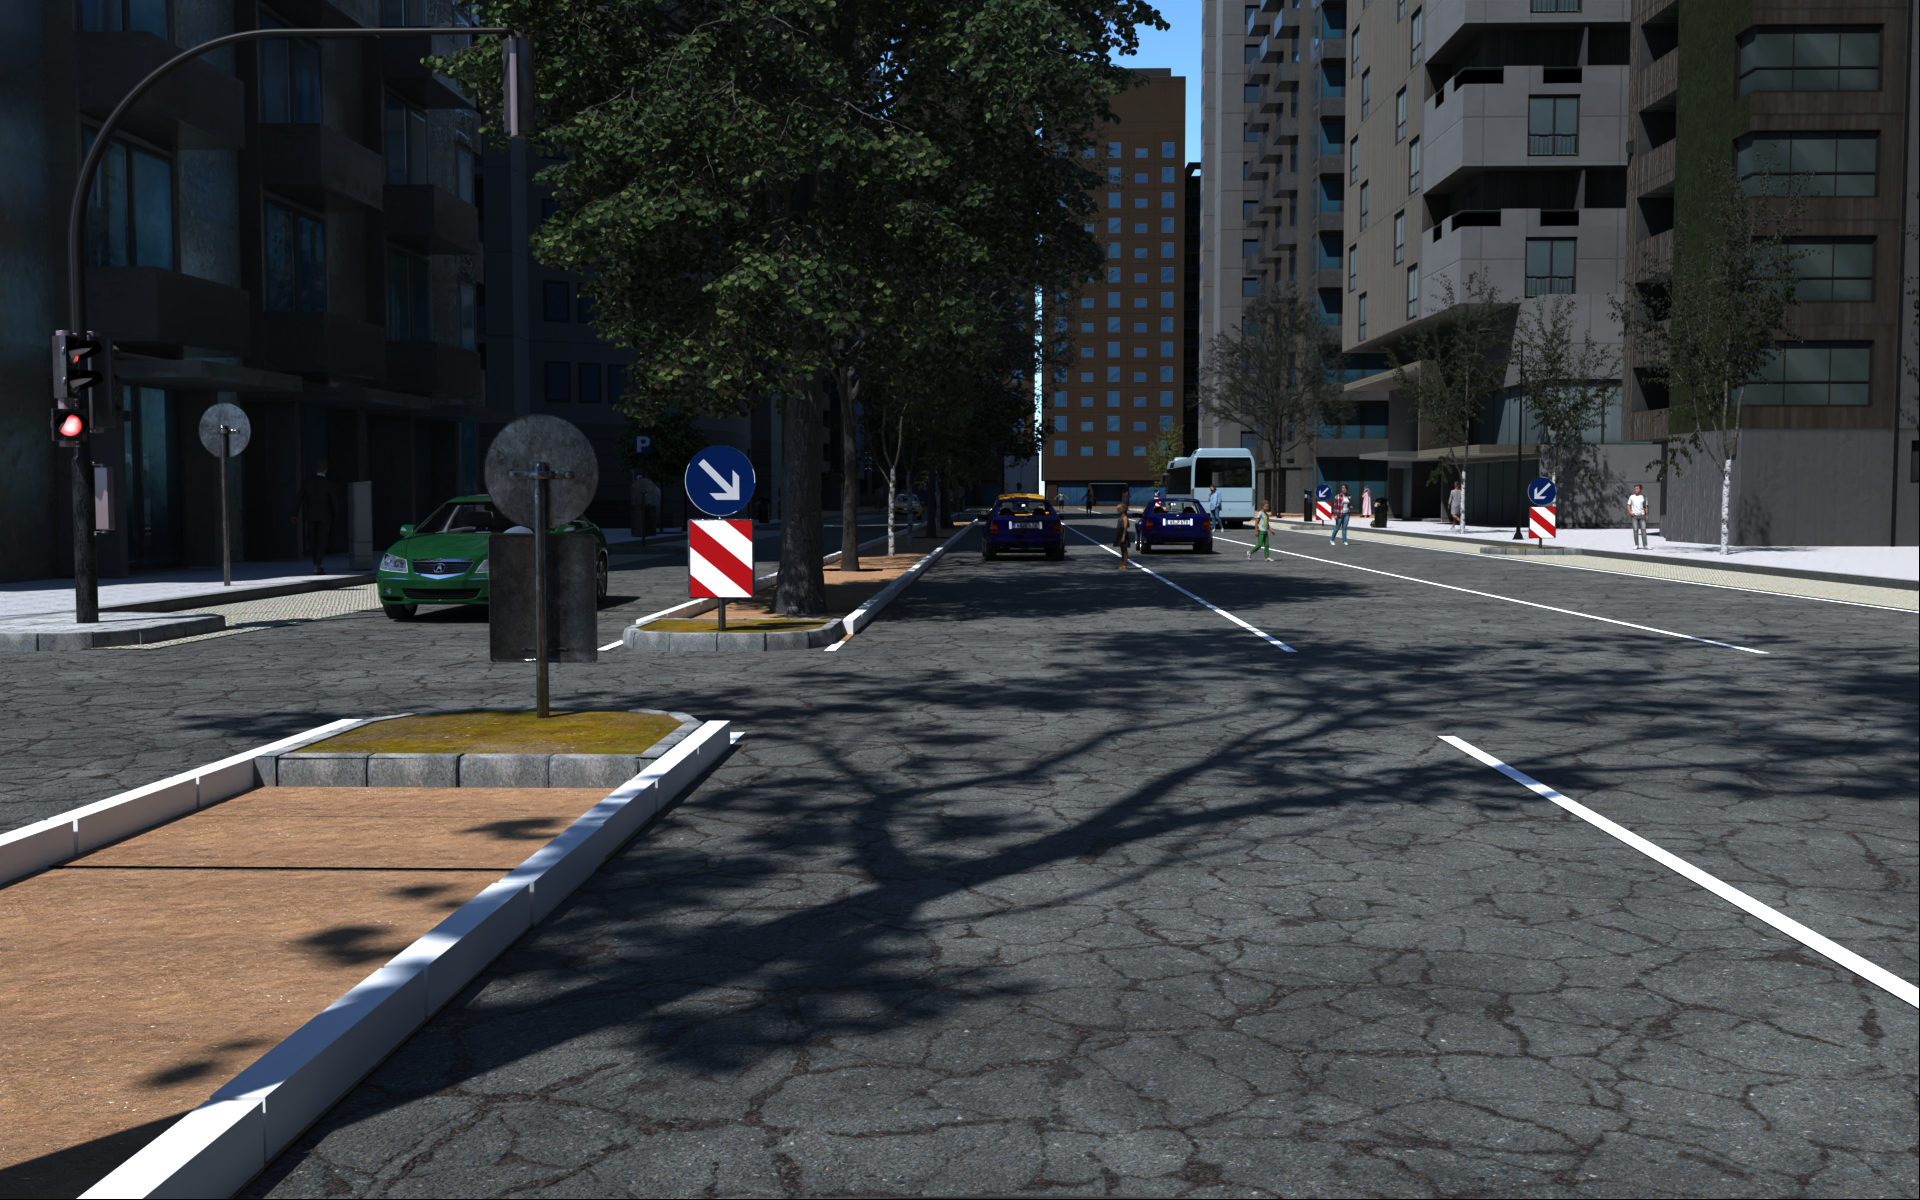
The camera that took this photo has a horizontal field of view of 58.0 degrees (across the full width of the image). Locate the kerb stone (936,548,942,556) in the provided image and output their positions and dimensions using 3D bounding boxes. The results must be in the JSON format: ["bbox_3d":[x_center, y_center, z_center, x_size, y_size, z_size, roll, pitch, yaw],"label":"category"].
[{"bbox_3d":[-0.546,-1.005,38.626,0.120,0.150,1.000,0,4,2],"label":"kerb stone"}]

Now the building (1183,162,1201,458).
[{"bbox_3d":[35.601,-30.618,192.493,23.993,40.220,32.217,0,4,2],"label":"building"}]

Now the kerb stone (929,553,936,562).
[{"bbox_3d":[-0.634,-0.816,35.536,0.120,0.150,1.000,0,4,2],"label":"kerb stone"}]

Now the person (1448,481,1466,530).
[{"bbox_3d":[17.796,-3.374,61.956,0.466,1.731,0.760,-3,5,-41],"label":"person"}]

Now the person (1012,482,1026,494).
[{"bbox_3d":[1.861,-2.841,55.143,0.606,1.804,0.583,0,4,-4],"label":"person"}]

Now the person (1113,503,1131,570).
[{"bbox_3d":[3.058,-1.203,32.832,0.373,1.253,0.362,-1,4,-13],"label":"person"}]

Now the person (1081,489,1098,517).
[{"bbox_3d":[8.198,-6.133,109.557,1.217,1.735,0.721,2,4,31],"label":"person"}]

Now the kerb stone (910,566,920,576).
[{"bbox_3d":[-0.810,-0.439,29.378,0.120,0.150,1.000,0,4,2],"label":"kerb stone"}]

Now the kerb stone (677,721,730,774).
[{"bbox_3d":[-1.375,0.788,9.307,0.120,0.150,1.000,0,4,2],"label":"kerb stone"}]

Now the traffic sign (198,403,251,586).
[{"bbox_3d":[-10.242,-1.469,24.130,0.768,2.556,0.104,0,4,6],"label":"traffic sign"}]

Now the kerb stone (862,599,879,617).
[{"bbox_3d":[-1.074,0.125,20.145,0.120,0.150,1.000,0,4,2],"label":"kerb stone"}]

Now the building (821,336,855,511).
[{"bbox_3d":[-16.383,-22.767,143.941,14.160,30.474,14.107,0,4,2],"label":"building"}]

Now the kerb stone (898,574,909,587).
[{"bbox_3d":[-0.904,-0.252,26.313,0.120,0.150,1.000,0,4,2],"label":"kerb stone"}]

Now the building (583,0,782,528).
[{"bbox_3d":[-20.182,-32.607,75.131,21.231,58.520,28.212,0,4,2],"label":"building"}]

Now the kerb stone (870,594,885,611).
[{"bbox_3d":[-1.043,0.062,21.180,0.120,0.150,1.000,0,4,2],"label":"kerb stone"}]

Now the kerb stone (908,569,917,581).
[{"bbox_3d":[-0.837,-0.374,28.356,0.120,0.150,1.000,0,4,2],"label":"kerb stone"}]

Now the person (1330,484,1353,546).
[{"bbox_3d":[10.660,-2.384,48.317,0.563,1.720,0.643,-1,4,-18],"label":"person"}]

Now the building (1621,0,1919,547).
[{"bbox_3d":[26.330,-16.913,48.227,14.160,30.474,14.107,0,4,2],"label":"building"}]

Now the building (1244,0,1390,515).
[{"bbox_3d":[32.052,-30.591,119.769,23.786,49.044,30.456,0,4,2],"label":"building"}]

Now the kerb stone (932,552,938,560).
[{"bbox_3d":[-0.609,-0.879,36.562,0.120,0.150,1.000,0,4,2],"label":"kerb stone"}]

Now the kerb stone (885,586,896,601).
[{"bbox_3d":[-0.979,-0.059,23.240,0.120,0.150,1.000,0,4,2],"label":"kerb stone"}]

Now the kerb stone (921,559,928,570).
[{"bbox_3d":[-0.724,-0.628,32.460,0.120,0.150,1.000,0,4,2],"label":"kerb stone"}]

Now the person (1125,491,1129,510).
[{"bbox_3d":[14.535,-8.647,150.800,0.530,1.710,0.541,0,4,-7],"label":"person"}]

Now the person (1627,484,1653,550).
[{"bbox_3d":[15.730,-1.921,40.043,0.503,1.515,0.523,-1,4,-13],"label":"person"}]

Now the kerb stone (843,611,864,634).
[{"bbox_3d":[-1.132,0.254,18.100,0.120,0.150,1.000,0,4,2],"label":"kerb stone"}]

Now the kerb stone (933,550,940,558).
[{"bbox_3d":[-0.580,-0.939,37.592,0.120,0.150,1.000,0,4,2],"label":"kerb stone"}]

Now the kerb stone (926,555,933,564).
[{"bbox_3d":[-0.670,-0.753,34.514,0.120,0.150,1.000,0,4,2],"label":"kerb stone"}]

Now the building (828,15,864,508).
[{"bbox_3d":[-16.556,-31.168,159.705,14.200,45.320,14.600,0,4,2],"label":"building"}]

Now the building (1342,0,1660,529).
[{"bbox_3d":[32.986,-29.779,76.118,28.713,52.752,27.495,0,4,2],"label":"building"}]

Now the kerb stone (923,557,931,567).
[{"bbox_3d":[-0.692,-0.686,33.493,0.120,0.150,1.000,0,4,2],"label":"kerb stone"}]

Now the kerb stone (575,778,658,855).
[{"bbox_3d":[-1.438,0.914,7.258,0.120,0.150,1.000,0,4,2],"label":"kerb stone"}]

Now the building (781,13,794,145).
[{"bbox_3d":[-17.236,-26.336,114.181,14.154,41.232,14.086,0,4,2],"label":"building"}]

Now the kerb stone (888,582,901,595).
[{"bbox_3d":[-0.952,-0.122,24.262,0.120,0.150,1.000,0,4,2],"label":"kerb stone"}]

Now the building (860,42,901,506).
[{"bbox_3d":[-21.690,-53.530,187.882,31.000,86.520,22.319,0,4,2],"label":"building"}]

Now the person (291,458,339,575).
[{"bbox_3d":[-10.189,-1.329,27.548,0.659,1.850,0.755,0,4,-1],"label":"person"}]

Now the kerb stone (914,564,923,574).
[{"bbox_3d":[-0.779,-0.501,30.412,0.120,0.150,1.000,0,4,2],"label":"kerb stone"}]

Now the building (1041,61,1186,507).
[{"bbox_3d":[15.844,-32.581,182.816,14.200,45.320,14.600,0,4,2],"label":"building"}]

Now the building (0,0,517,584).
[{"bbox_3d":[-22.968,-25.288,33.068,23.786,49.044,30.456,0,4,2],"label":"building"}]

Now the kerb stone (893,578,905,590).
[{"bbox_3d":[-0.933,-0.188,25.285,0.120,0.150,1.000,0,4,2],"label":"kerb stone"}]

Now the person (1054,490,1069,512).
[{"bbox_3d":[8.137,-7.919,138.771,1.217,1.735,0.721,0,4,-7],"label":"person"}]

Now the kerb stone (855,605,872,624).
[{"bbox_3d":[-1.098,0.193,19.122,0.120,0.150,1.000,0,4,2],"label":"kerb stone"}]

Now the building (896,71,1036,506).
[{"bbox_3d":[0.777,-32.660,184.104,14.200,45.320,14.600,0,4,2],"label":"building"}]

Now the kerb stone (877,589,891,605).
[{"bbox_3d":[-1.015,0.000,22.202,0.120,0.150,1.000,0,4,2],"label":"kerb stone"}]

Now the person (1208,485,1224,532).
[{"bbox_3d":[9.719,-3.481,65.674,0.793,1.790,0.793,1,4,21],"label":"person"}]

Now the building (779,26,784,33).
[{"bbox_3d":[-17.785,-20.070,99.853,14.160,30.474,14.107,0,4,2],"label":"building"}]

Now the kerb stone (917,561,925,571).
[{"bbox_3d":[-0.760,-0.561,31.439,0.120,0.150,1.000,0,4,2],"label":"kerb stone"}]

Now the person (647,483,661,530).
[{"bbox_3d":[-10.797,-3.377,61.488,0.478,1.798,0.641,3,5,40],"label":"person"}]

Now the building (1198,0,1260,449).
[{"bbox_3d":[31.315,-37.128,149.045,21.231,58.520,28.212,0,4,2],"label":"building"}]

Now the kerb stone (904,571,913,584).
[{"bbox_3d":[-0.864,-0.314,27.334,0.120,0.150,1.000,0,4,2],"label":"kerb stone"}]

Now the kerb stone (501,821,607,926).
[{"bbox_3d":[-1.455,0.976,6.236,0.120,0.150,1.000,0,4,2],"label":"kerb stone"}]

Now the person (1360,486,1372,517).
[{"bbox_3d":[22.321,-5.410,95.158,0.621,1.740,0.551,2,4,33],"label":"person"}]

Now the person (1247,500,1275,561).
[{"bbox_3d":[6.414,-1.477,36.896,0.590,1.304,0.306,2,4,27],"label":"person"}]

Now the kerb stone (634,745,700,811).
[{"bbox_3d":[-1.403,0.851,8.281,0.120,0.150,1.000,0,4,2],"label":"kerb stone"}]
